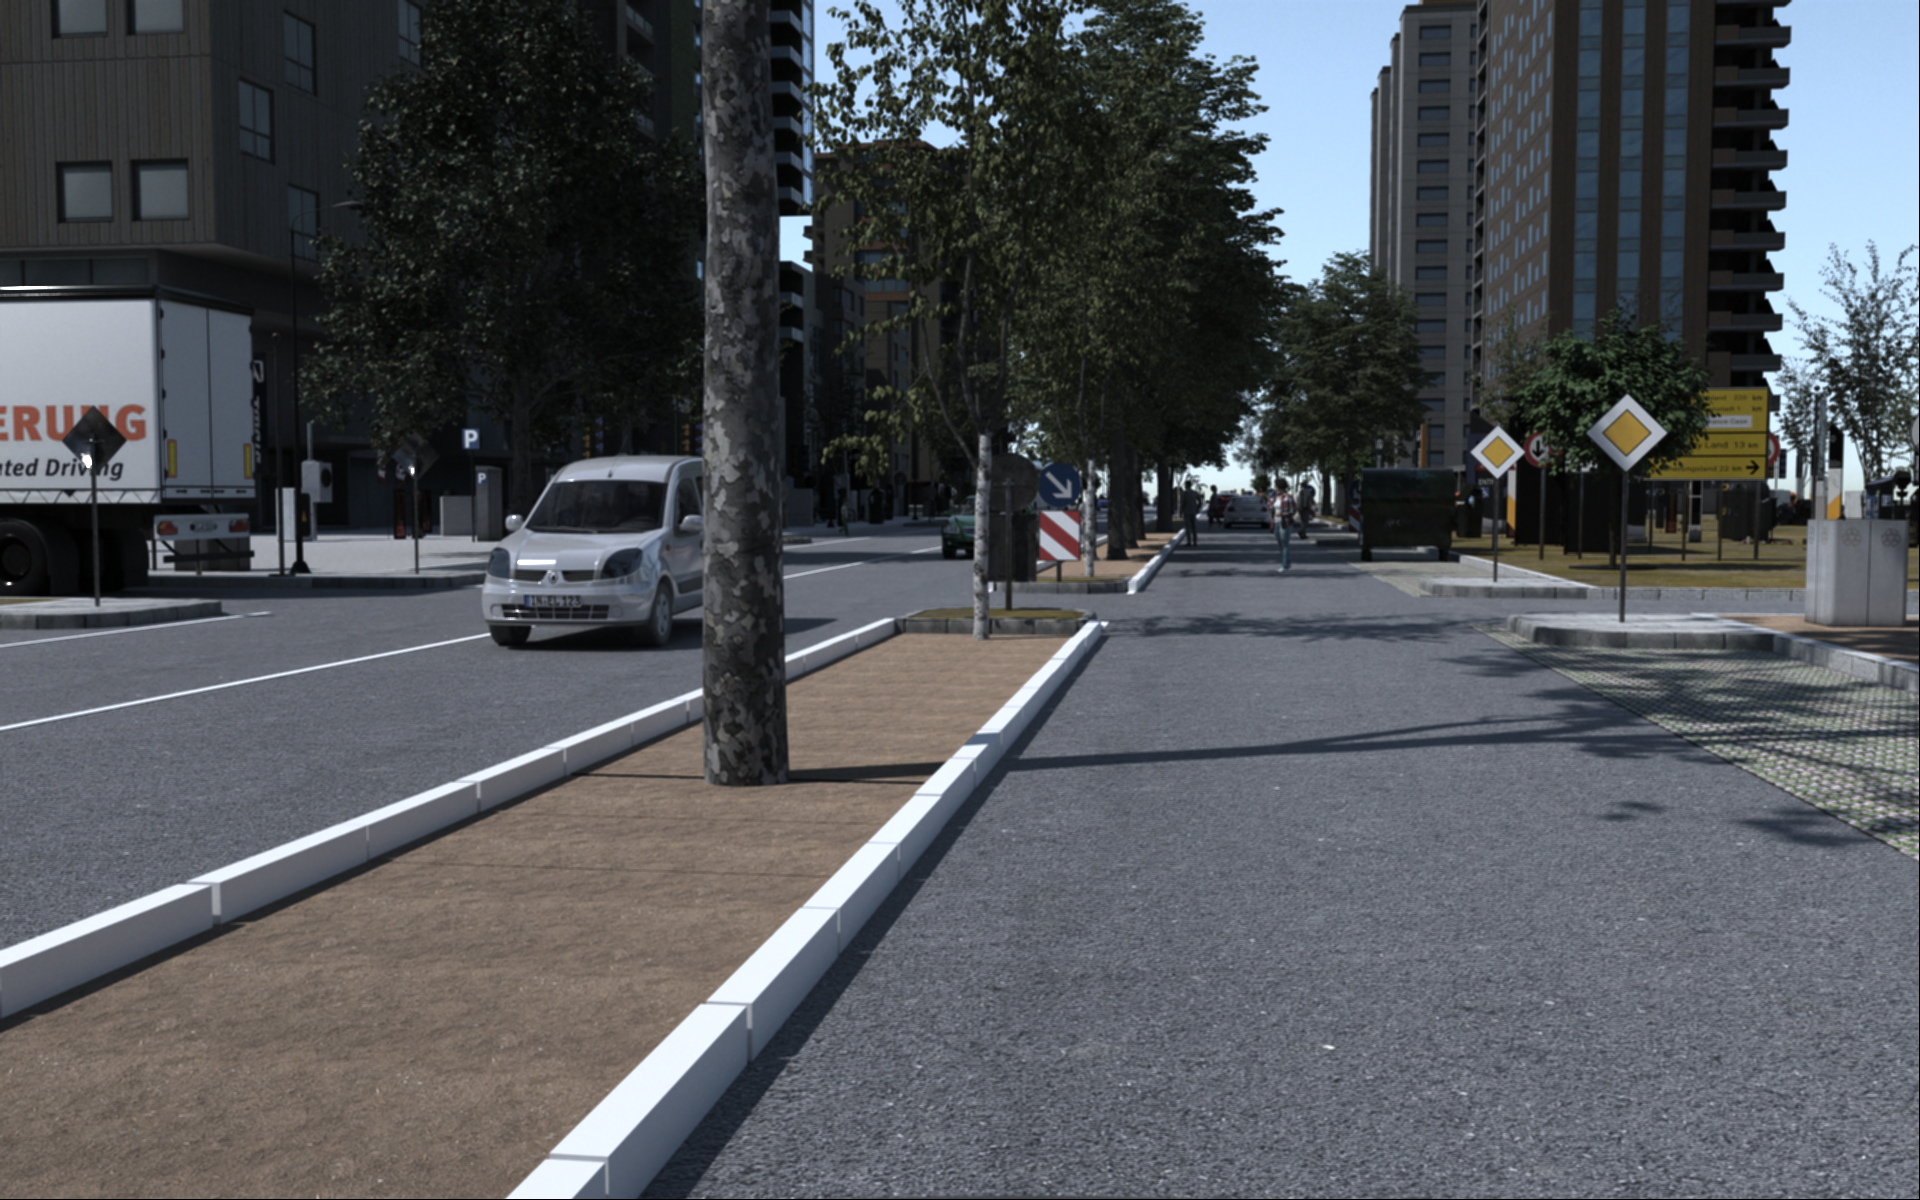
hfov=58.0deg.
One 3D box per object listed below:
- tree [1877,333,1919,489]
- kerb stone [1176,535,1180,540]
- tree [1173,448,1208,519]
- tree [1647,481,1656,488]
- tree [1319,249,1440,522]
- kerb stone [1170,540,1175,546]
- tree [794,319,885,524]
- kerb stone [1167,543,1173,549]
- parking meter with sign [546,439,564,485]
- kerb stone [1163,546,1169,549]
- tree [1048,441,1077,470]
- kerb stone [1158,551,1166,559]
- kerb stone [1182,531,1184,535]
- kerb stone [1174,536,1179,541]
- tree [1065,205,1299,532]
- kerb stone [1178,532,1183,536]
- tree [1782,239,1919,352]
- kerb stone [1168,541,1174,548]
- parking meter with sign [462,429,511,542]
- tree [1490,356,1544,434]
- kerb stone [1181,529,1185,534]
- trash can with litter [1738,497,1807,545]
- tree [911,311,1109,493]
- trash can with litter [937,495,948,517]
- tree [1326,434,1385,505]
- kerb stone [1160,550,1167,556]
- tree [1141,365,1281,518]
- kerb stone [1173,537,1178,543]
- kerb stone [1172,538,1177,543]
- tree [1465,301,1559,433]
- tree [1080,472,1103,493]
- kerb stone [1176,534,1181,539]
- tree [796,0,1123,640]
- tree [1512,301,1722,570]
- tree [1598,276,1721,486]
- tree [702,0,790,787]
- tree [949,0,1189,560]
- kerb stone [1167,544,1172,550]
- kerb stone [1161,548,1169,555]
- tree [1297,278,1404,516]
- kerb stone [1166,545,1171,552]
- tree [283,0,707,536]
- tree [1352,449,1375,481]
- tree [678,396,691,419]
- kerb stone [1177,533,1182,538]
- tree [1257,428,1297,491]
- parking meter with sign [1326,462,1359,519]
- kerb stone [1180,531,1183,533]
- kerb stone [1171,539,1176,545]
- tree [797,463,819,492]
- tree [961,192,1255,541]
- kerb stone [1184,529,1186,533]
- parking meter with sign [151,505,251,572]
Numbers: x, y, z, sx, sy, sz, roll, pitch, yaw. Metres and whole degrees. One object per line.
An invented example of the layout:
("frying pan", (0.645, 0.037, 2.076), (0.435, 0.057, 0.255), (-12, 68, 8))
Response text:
("tree", (42.290, -7.670, 75.762), (4.737, 8.622, 4.395), (0, 3, 0))
("kerb stone", (6.356, -1.767, 51.091), (0.120, 0.150, 1.000), (1, 4, 8))
("tree", (12.542, -8.926, 98.760), (4.360, 8.622, 3.978), (0, 3, 0))
("tree", (31.753, -8.041, 81.828), (4.737, 8.622, 4.395), (0, 3, 0))
("tree", (18.565, -9.945, 80.728), (7.486, 12.596, 7.792), (0, 3, 0))
("kerb stone", (5.452, -1.396, 45.019), (0.120, 0.150, 1.000), (1, 4, 8))
("tree", (-5.168, -7.522, 73.341), (4.360, 8.622, 3.978), (0, 3, 0))
("kerb stone", (5.157, -1.269, 42.997), (0.120, 0.150, 1.000), (1, 4, 8))
("parking meter with sign", (-11.815, -3.318, 50.505), (0.543, 3.016, 1.738), (-1, 4, -14))
("kerb stone", (4.695, -1.087, 39.961), (0.120, 0.150, 1.000), (1, 4, 8))
("tree", (10.558, -13.918, 177.914), (4.360, 8.622, 3.978), (0, 3, 0))
("kerb stone", (4.253, -0.892, 36.911), (0.120, 0.150, 1.000), (1, 4, 8))
("kerb stone", (7.102, -2.072, 56.148), (0.120, 0.150, 1.000), (1, 4, 8))
("kerb stone", (6.056, -1.644, 49.069), (0.120, 0.150, 1.000), (1, 4, 8))
("tree", (7.675, -9.499, 64.428), (9.857, 13.997, 8.962), (0, 3, 0))
("kerb stone", (6.812, -1.953, 54.123), (0.120, 0.150, 1.000), (1, 4, 8))
("tree", (25.739, -6.057, 49.400), (4.360, 8.622, 3.978), (0, 3, 0))
("kerb stone", (5.310, -1.334, 44.007), (0.120, 0.150, 1.000), (1, 4, 8))
("parking meter with sign", (-12.748, -3.102, 46.984), (0.543, 3.016, 1.738), (1, 4, 18))
("tree", (29.891, -8.616, 91.240), (4.360, 8.622, 3.978), (0, 3, 0))
("kerb stone", (7.404, -2.199, 58.172), (0.120, 0.150, 1.000), (1, 4, 8))
("trash can with litter", (20.977, -2.036, 44.353), (2.233, 1.210, 1.678), (1, 4, 10))
("tree", (1.570, -12.455, 114.004), (12.009, 13.543, 11.850), (0, 3, 0))
("trash can with litter", (-1.377, -5.193, 95.970), (2.233, 1.210, 1.678), (-1, 4, -15))
("tree", (20.133, -6.360, 87.707), (4.285, 4.588, 4.351), (0, 3, 0))
("kerb stone", (4.396, -0.957, 37.927), (0.120, 0.150, 1.000), (1, 4, 8))
("tree", (8.853, -8.342, 73.265), (8.767, 10.594, 7.601), (1, 4, 8))
("kerb stone", (5.901, -1.581, 48.055), (0.120, 0.150, 1.000), (1, 4, 8))
("kerb stone", (5.756, -1.520, 47.041), (0.120, 0.150, 1.000), (1, 4, 8))
("tree", (21.216, -7.029, 65.292), (4.737, 8.622, 4.395), (0, 3, 0))
("tree", (16.151, -14.228, 216.343), (4.285, 4.588, 4.351), (0, 3, 0))
("kerb stone", (6.503, -1.829, 52.102), (0.120, 0.150, 1.000), (1, 4, 8))
("tree", (0.205, -3.922, 16.948), (4.737, 8.622, 4.395), (0, 3, 0))
("tree", (11.252, -2.818, 29.786), (4.285, 4.588, 4.351), (0, 3, 0))
("tree", (23.618, -6.673, 59.463), (4.360, 8.622, 3.978), (0, 3, 0))
("tree", (0.011, -9.092, 6.993), (12.611, 20.169, 13.585), (0, 3, 0))
("tree", (3.439, -7.111, 36.857), (7.486, 12.596, 7.792), (0, 3, 0))
("kerb stone", (4.996, -1.205, 41.983), (0.120, 0.150, 1.000), (1, 4, 8))
("kerb stone", (4.557, -1.021, 38.937), (0.120, 0.150, 1.000), (1, 4, 8))
("tree", (21.609, -11.923, 101.595), (9.857, 13.997, 8.962), (0, 3, 0))
("kerb stone", (4.847, -1.145, 40.972), (0.120, 0.150, 1.000), (1, 4, 8))
("tree", (-9.249, -7.317, 36.643), (9.611, 12.733, 9.660), (0, 3, 0))
("tree", (17.091, -4.822, 73.435), (1.663, 3.219, 1.824), (0, 3, 0))
("tree", (-7.381, -6.472, 56.186), (4.737, 8.622, 4.395), (0, 3, 0))
("kerb stone", (6.656, -1.889, 53.113), (0.120, 0.150, 1.000), (1, 4, 8))
("tree", (31.382, -13.450, 170.266), (4.360, 8.622, 3.978), (0, 3, 0))
("parking meter with sign", (20.113, -5.791, 90.940), (1.738, 3.016, 0.543), (0, 4, 7))
("kerb stone", (6.954, -2.015, 55.135), (0.120, 0.150, 1.000), (1, 4, 8))
("kerb stone", (5.606, -1.458, 46.031), (0.120, 0.150, 1.000), (1, 4, 8))
("tree", (-8.288, -6.031, 93.203), (1.663, 3.219, 1.824), (0, 3, 0))
("tree", (5.434, -7.640, 53.130), (9.928, 11.665, 9.643), (0, 3, 0))
("kerb stone", (7.554, -2.259, 59.184), (0.120, 0.150, 1.000), (1, 4, 8))
("parking meter with sign", (-12.690, -1.990, 28.792), (1.738, 3.016, 0.543), (1, 4, 10))
